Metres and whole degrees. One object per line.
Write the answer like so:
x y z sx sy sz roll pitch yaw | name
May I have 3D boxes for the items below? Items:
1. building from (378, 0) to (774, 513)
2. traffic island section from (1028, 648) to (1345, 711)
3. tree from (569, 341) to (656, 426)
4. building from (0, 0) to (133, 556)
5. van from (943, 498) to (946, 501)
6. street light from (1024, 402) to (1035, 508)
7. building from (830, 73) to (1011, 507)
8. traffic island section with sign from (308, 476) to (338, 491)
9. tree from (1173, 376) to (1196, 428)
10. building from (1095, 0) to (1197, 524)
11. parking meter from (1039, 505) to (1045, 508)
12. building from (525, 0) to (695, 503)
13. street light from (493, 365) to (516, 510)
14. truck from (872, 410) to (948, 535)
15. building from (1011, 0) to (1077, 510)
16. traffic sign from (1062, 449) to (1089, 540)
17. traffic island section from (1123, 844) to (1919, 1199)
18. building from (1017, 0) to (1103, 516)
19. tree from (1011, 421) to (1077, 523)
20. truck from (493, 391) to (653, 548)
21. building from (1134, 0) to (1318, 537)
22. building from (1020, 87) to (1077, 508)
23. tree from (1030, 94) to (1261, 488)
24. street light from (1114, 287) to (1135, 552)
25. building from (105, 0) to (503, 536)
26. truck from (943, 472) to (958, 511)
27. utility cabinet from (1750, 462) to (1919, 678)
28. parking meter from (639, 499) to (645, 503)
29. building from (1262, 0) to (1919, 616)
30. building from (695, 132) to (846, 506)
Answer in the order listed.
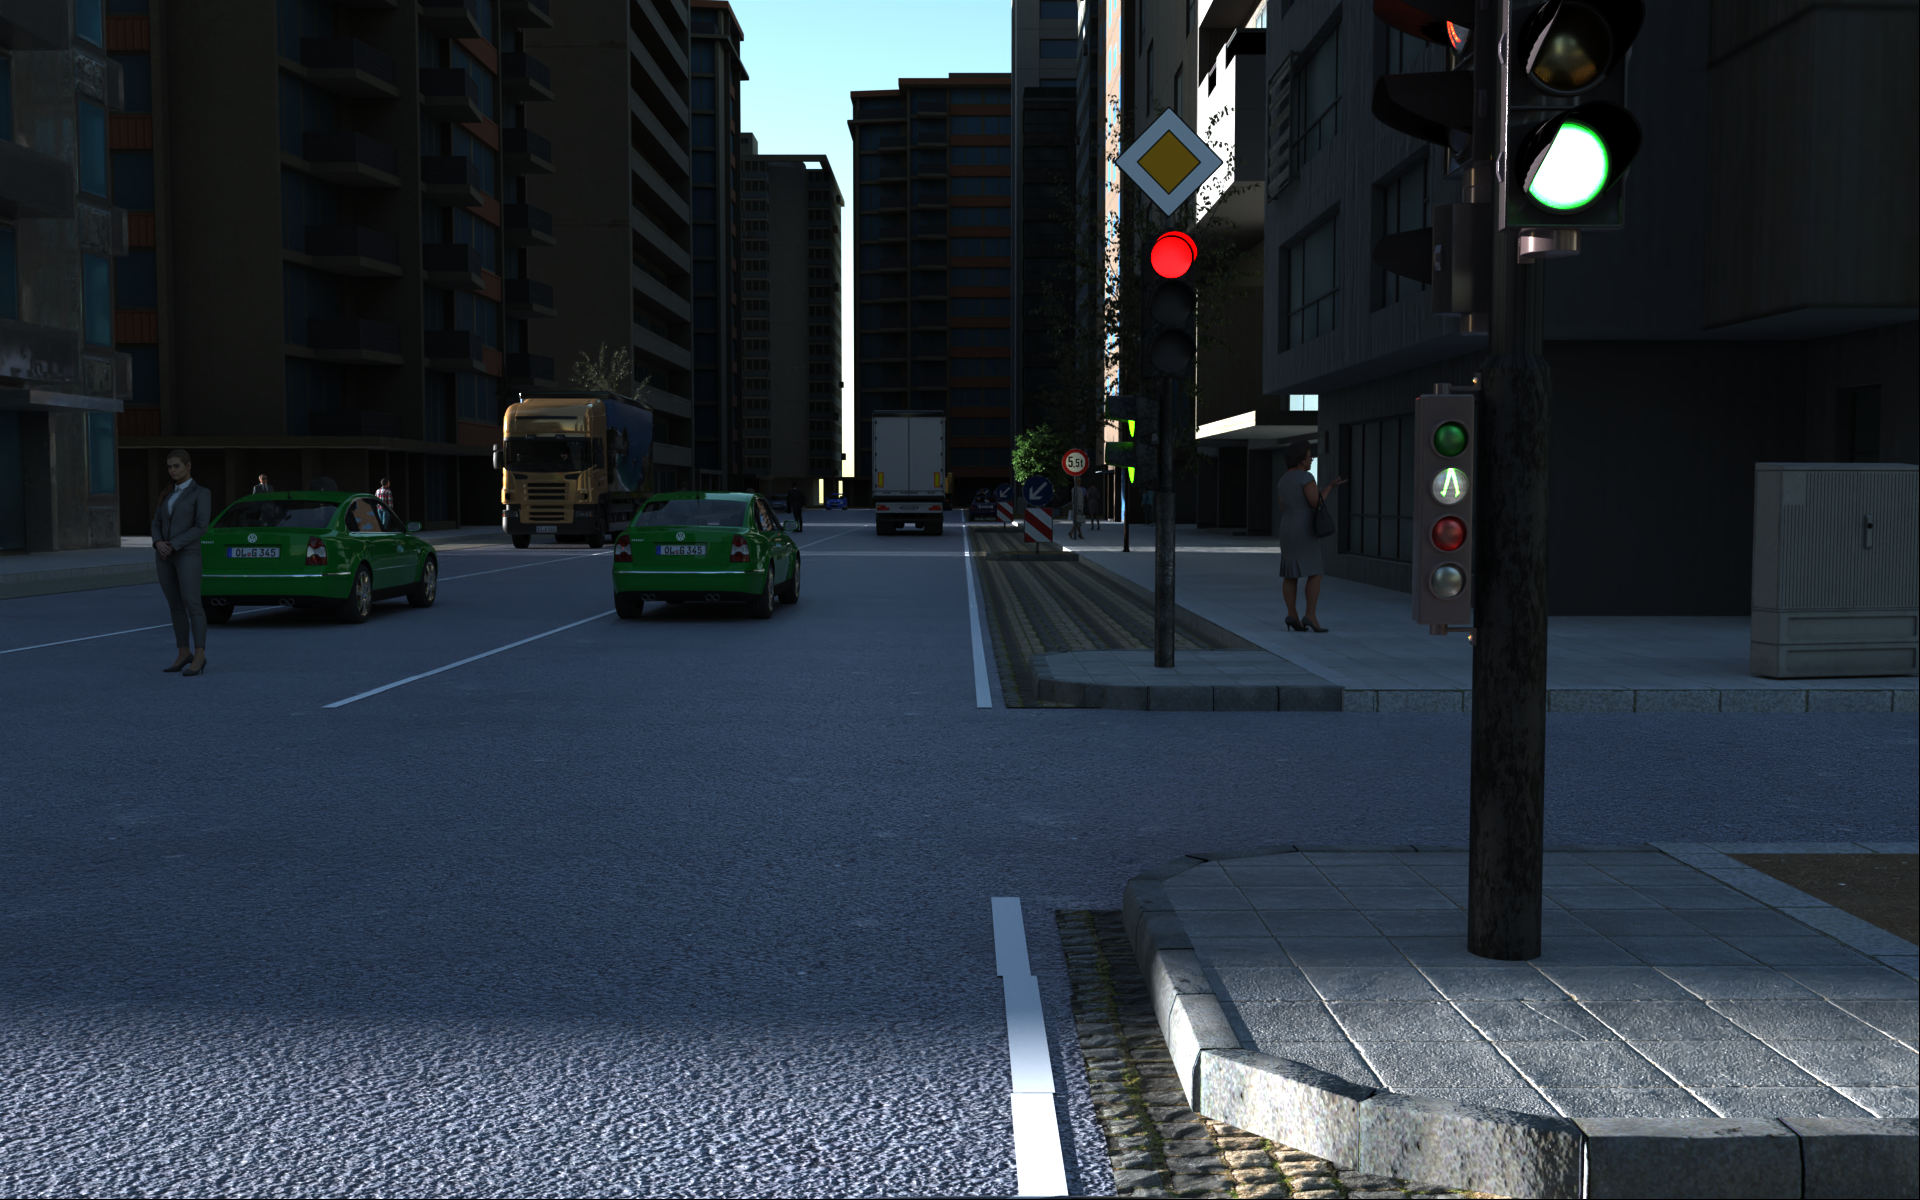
-31.904 -30.344 150.748 28.867 44.769 22.147 0 3 0 | building
1.540 0.576 12.862 2.009 0.180 2.903 0 3 0 | traffic island section
-17.159 -8.182 84.130 4.360 8.622 3.978 0 3 0 | tree
-29.720 -24.933 27.264 23.786 49.044 30.456 0 3 0 | building
-1.787 -5.501 96.960 2.013 2.044 4.112 0 4 0 | van
3.509 -7.019 87.543 0.468 5.910 1.993 0 3 0 | street light
1.408 -32.325 183.136 28.867 44.769 22.147 0 3 0 | building
-13.979 -1.770 37.561 1.989 1.847 2.006 0 3 0 | traffic island section with sign
10.642 -7.251 68.917 4.737 8.622 4.395 0 3 0 | tree
13.786 -26.259 79.452 14.600 45.320 14.200 0 3 0 | building
3.344 -3.906 72.269 0.372 1.533 0.369 0 3 0 | parking meter
-27.486 -29.013 98.070 21.300 48.544 21.600 0 3 0 | building
-16.351 -5.479 62.372 0.468 5.910 1.993 0 3 0 | street light
-1.820 -4.574 63.700 2.839 4.237 11.283 0 4 -1 | truck
14.858 -37.041 147.617 21.231 58.520 28.212 0 3 0 | building
3.234 -2.963 48.549 0.768 2.556 0.104 0 4 2 | traffic sign
1.539 1.064 4.877 2.009 0.180 2.903 0 3 0 | traffic island section
19.878 -25.388 106.983 32.217 40.220 23.993 0 3 0 | building
3.779 -5.779 78.196 4.285 4.588 4.351 0 3 0 | tree
-10.772 -3.696 49.341 2.839 4.237 11.283 0 4 -2 | truck
19.852 -28.207 50.431 28.713 52.752 27.495 0 3 0 | building
11.371 -21.702 126.536 14.160 30.474 14.107 0 3 0 | building
3.626 -4.963 31.501 4.360 8.622 3.978 0 3 0 | tree
3.682 -3.998 38.149 0.468 5.910 1.993 0 3 0 | street light
-28.054 -25.099 64.986 22.147 44.769 28.867 0 3 0 | building
-1.953 -9.610 153.051 3.469 3.379 9.791 0 4 1 | truck
6.159 -0.210 12.108 1.173 1.500 0.318 -1 4 -12 | utility cabinet
-16.139 -5.031 87.970 0.255 1.863 0.399 0 4 -6 | parking meter
11.762 -20.581 20.091 14.086 41.232 14.154 0 3 0 | building
-25.123 -30.387 188.713 23.993 40.220 32.217 0 3 0 | building
